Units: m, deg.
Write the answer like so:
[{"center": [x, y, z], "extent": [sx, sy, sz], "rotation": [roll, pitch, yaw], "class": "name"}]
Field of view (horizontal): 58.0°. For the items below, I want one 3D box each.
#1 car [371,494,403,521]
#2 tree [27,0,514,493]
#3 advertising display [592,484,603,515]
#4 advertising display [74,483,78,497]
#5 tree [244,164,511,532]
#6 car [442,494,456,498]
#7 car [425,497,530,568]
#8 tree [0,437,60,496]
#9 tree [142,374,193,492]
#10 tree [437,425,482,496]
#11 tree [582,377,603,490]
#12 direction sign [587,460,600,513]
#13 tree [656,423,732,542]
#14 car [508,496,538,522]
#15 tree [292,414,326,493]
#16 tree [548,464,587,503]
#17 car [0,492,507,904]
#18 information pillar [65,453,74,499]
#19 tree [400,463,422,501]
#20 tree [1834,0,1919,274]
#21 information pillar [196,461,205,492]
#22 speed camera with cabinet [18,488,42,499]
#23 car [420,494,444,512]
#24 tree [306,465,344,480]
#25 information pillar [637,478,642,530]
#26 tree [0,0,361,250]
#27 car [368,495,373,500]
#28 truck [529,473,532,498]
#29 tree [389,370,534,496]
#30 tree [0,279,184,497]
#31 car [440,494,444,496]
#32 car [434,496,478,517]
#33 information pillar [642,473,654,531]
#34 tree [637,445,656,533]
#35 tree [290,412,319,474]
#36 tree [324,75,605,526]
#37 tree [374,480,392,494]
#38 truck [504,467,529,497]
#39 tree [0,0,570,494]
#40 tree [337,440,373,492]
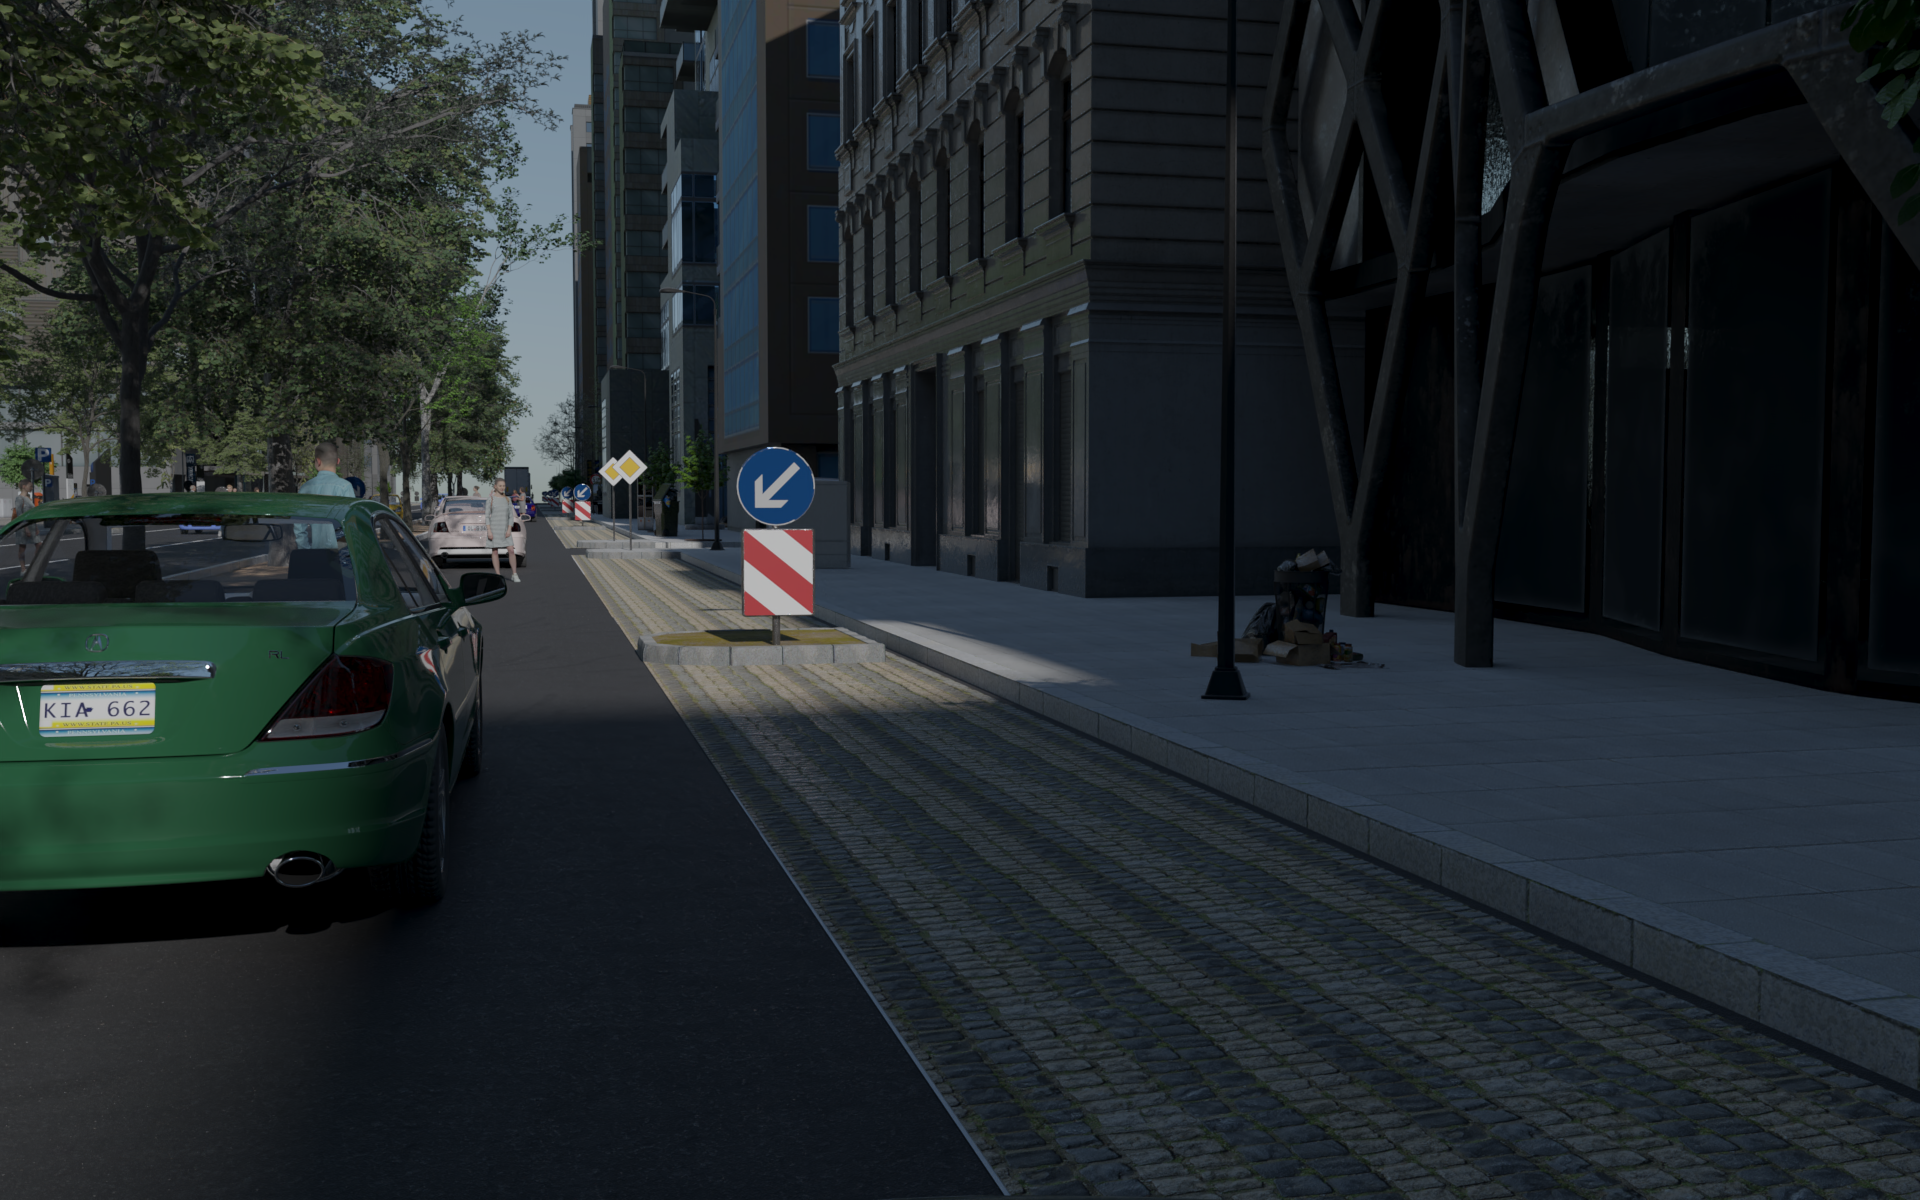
[{"center": [-27.370, -4.426, 82.588], "extent": [2.015, 1.641, 3.980], "rotation": [-1, 4, -16], "class": "car"}, {"center": [-13.308, -7.623, 33.756], "extent": [9.857, 13.997, 8.962], "rotation": [0, 3, 0], "class": "tree"}, {"center": [-22.462, -6.296, 108.152], "extent": [0.974, 1.923, 0.123], "rotation": [-2, 4, -23], "class": "advertising display"}, {"center": [-51.511, -5.836, 100.634], "extent": [0.123, 1.923, 0.974], "rotation": [0, 4, -7], "class": "advertising display"}, {"center": [-18.095, -7.691, 53.962], "extent": [9.928, 11.665, 9.643], "rotation": [0, 3, 0], "class": "tree"}, {"center": [-46.741, -8.976, 158.755], "extent": [2.014, 1.417, 4.499], "rotation": [-1, 4, -14], "class": "car"}, {"center": [-9.718, -1.379, 34.917], "extent": [2.083, 1.381, 4.827], "rotation": [-1, 4, -15], "class": "car"}, {"center": [-53.666, -7.087, 99.590], "extent": [4.285, 4.588, 4.351], "rotation": [0, 3, 0], "class": "tree"}, {"center": [-46.317, -9.210, 100.946], "extent": [4.737, 8.622, 4.395], "rotation": [0, 3, 0], "class": "tree"}, {"center": [-31.136, -9.377, 106.135], "extent": [4.737, 8.622, 4.395], "rotation": [0, 3, 0], "class": "tree"}, {"center": [-20.531, -9.322, 102.784], "extent": [4.360, 8.622, 3.978], "rotation": [0, 3, 0], "class": "tree"}, {"center": [-24.299, -7.511, 114.809], "extent": [0.876, 3.537, 0.379], "rotation": [-2, 4, -35], "class": "direction sign"}, {"center": [-7.108, -3.204, 46.987], "extent": [1.663, 3.219, 1.824], "rotation": [0, 3, 0], "class": "tree"}, {"center": [-22.883, -4.724, 89.814], "extent": [1.945, 1.354, 3.894], "rotation": [-1, 4, -16], "class": "car"}, {"center": [-51.607, -11.328, 135.571], "extent": [4.737, 8.622, 4.395], "rotation": [0, 3, 0], "class": "tree"}, {"center": [-42.265, -12.521, 188.424], "extent": [4.285, 4.588, 4.351], "rotation": [0, 3, 0], "class": "tree"}, {"center": [-3.016, 0.276, 7.278], "extent": [2.131, 1.459, 4.920], "rotation": [-1, 4, -13], "class": "car"}, {"center": [-47.962, -6.236, 93.310], "extent": [0.183, 3.616, 0.504], "rotation": [1, 4, 10], "class": "information pillar"}, {"center": [-84.597, -19.380, 267.220], "extent": [4.360, 8.622, 3.978], "rotation": [0, 3, 0], "class": "tree"}, {"center": [3.383, -1.224, 3.723], "extent": [4.285, 4.588, 4.351], "rotation": [0, 3, 0], "class": "tree"}, {"center": [-50.133, -7.525, 114.382], "extent": [0.504, 3.616, 0.183], "rotation": [-2, 4, -29], "class": "information pillar"}, {"center": [-59.844, -7.207, 112.167], "extent": [2.038, 3.252, 0.660], "rotation": [0, 4, -4], "class": "speed camera with cabinet"}, {"center": [-42.918, -8.035, 140.957], "extent": [1.945, 1.707, 3.694], "rotation": [-1, 4, -13], "class": "car"}, {"center": [-58.886, -10.820, 160.614], "extent": [4.285, 4.588, 4.351], "rotation": [0, 3, 0], "class": "tree"}, {"center": [-11.225, -3.479, 61.367], "extent": [0.304, 2.012, 0.304], "rotation": [2, 4, 25], "class": "information pillar"}, {"center": [-7.617, -5.530, 11.002], "extent": [7.486, 12.596, 7.792], "rotation": [0, 3, 0], "class": "tree"}, {"center": [-45.897, -7.575, 136.437], "extent": [1.945, 1.354, 3.894], "rotation": [-1, 4, -14], "class": "car"}, {"center": [-58.796, -14.871, 232.048], "extent": [2.839, 4.237, 11.283], "rotation": [-1, 4, -13], "class": "truck"}, {"center": [-33.039, -11.906, 114.125], "extent": [9.611, 12.733, 9.660], "rotation": [0, 3, 0], "class": "tree"}, {"center": [-36.454, -8.437, 72.353], "extent": [7.601, 10.594, 8.767], "rotation": [0, 4, -6], "class": "tree"}, {"center": [-71.971, -14.055, 239.387], "extent": [1.945, 1.707, 3.694], "rotation": [-1, 4, -15], "class": "car"}, {"center": [-16.951, -2.870, 59.289], "extent": [2.083, 1.381, 4.827], "rotation": [-1, 4, -12], "class": "car"}, {"center": [-10.940, -3.451, 60.922], "extent": [0.304, 2.012, 0.304], "rotation": [-1, 4, -10], "class": "information pillar"}, {"center": [-10.129, -3.883, 58.089], "extent": [1.663, 3.219, 1.824], "rotation": [0, 3, 0], "class": "tree"}, {"center": [-50.622, -11.035, 130.780], "extent": [4.360, 8.622, 3.978], "rotation": [0, 3, 0], "class": "tree"}, {"center": [-22.551, -13.350, 76.612], "extent": [12.611, 20.169, 13.585], "rotation": [0, 3, 0], "class": "tree"}, {"center": [-73.244, -13.762, 219.608], "extent": [1.663, 3.219, 1.824], "rotation": [0, 3, 0], "class": "tree"}, {"center": [-46.718, -11.832, 182.364], "extent": [2.839, 4.237, 11.283], "rotation": [-1, 4, -15], "class": "truck"}, {"center": [-9.958, -6.587, 20.520], "extent": [12.009, 13.543, 11.850], "rotation": [0, 3, 0], "class": "tree"}, {"center": [-62.890, -14.047, 180.023], "extent": [4.360, 8.622, 3.978], "rotation": [0, 3, 0], "class": "tree"}]
